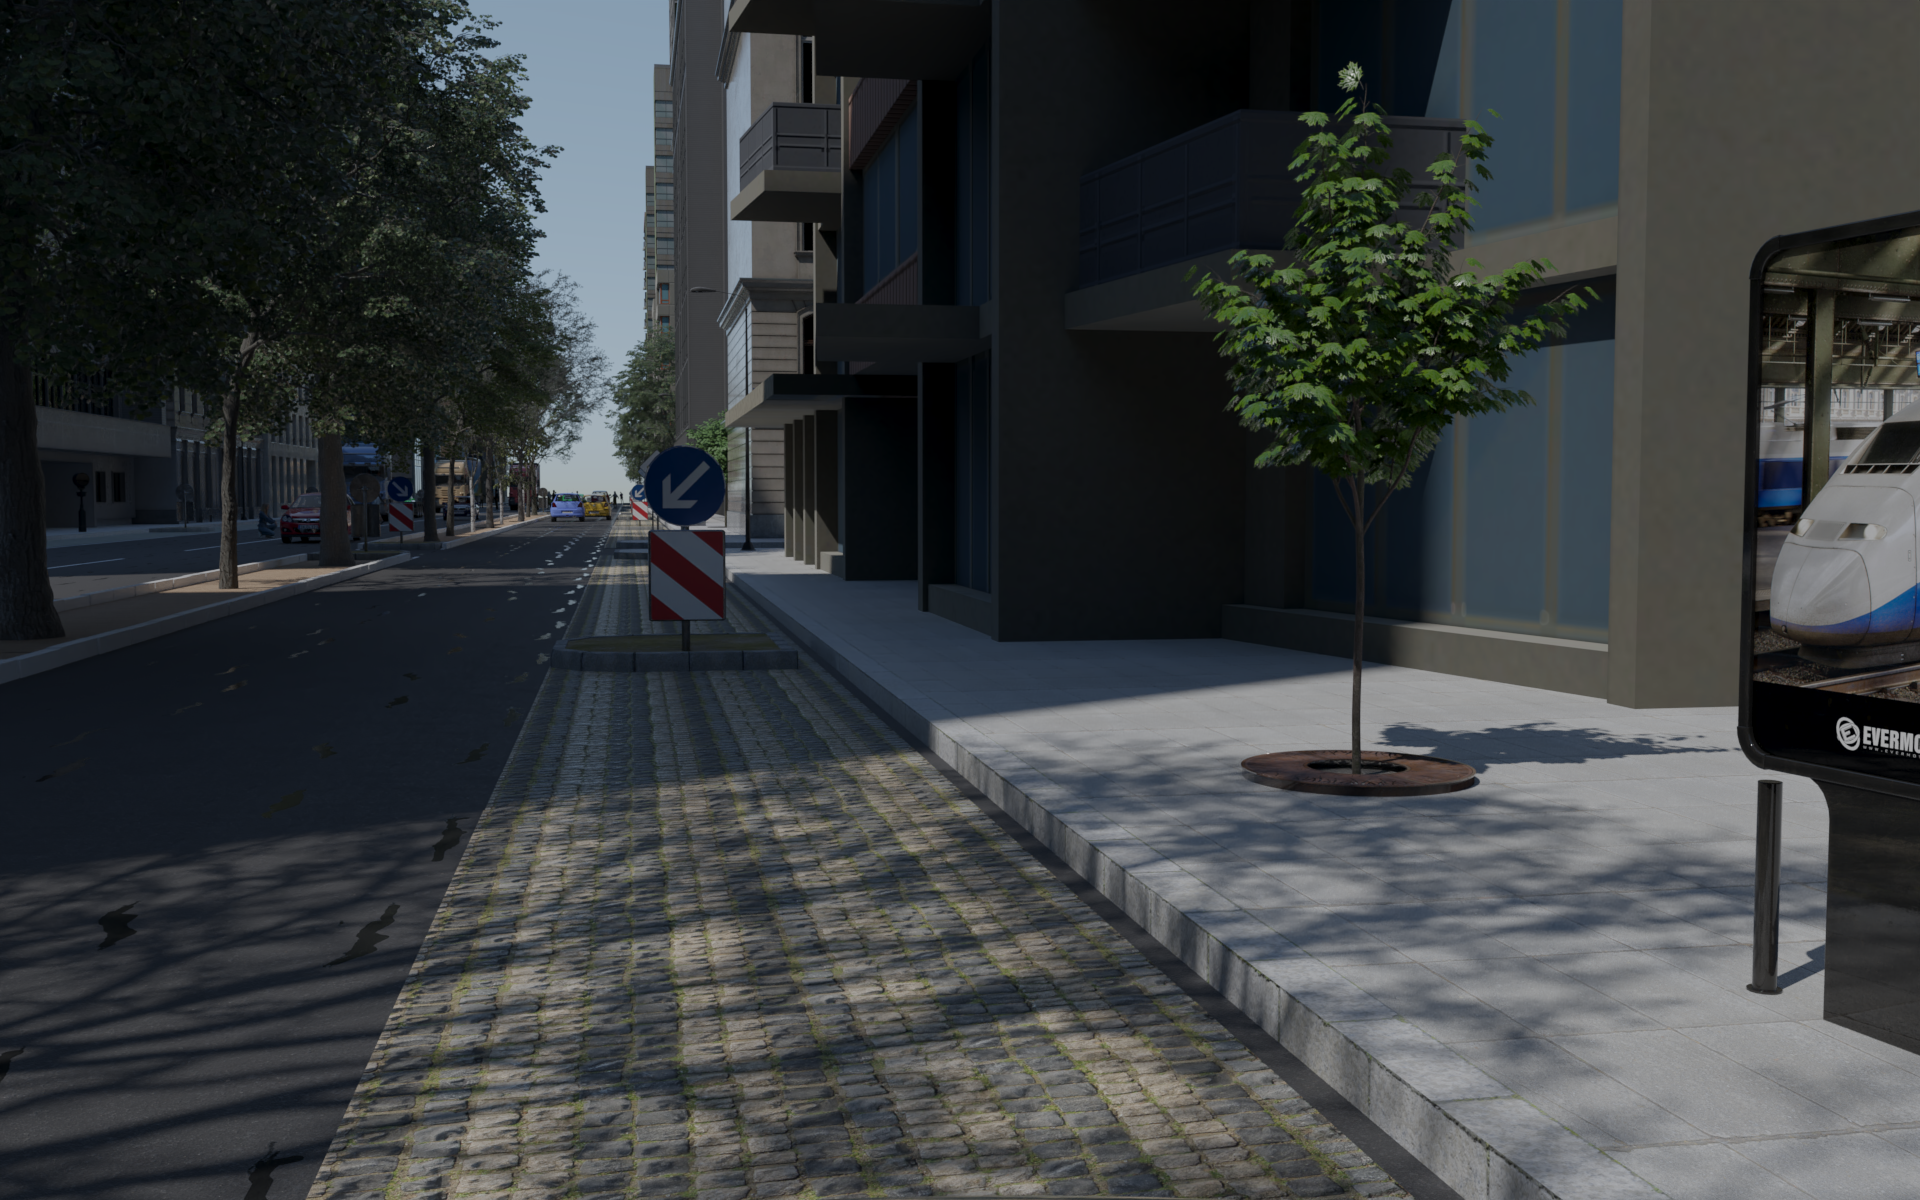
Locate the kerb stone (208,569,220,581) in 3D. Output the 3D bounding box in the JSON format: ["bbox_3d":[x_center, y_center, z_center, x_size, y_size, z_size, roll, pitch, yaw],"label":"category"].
[{"bbox_3d":[-12.411,-0.395,28.647,0.120,0.150,1.000,-1,4,-11],"label":"kerb stone"}]

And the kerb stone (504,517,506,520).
[{"bbox_3d":[-25.065,-4.431,94.643,0.120,0.150,1.000,-1,4,-11],"label":"kerb stone"}]

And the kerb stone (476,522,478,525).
[{"bbox_3d":[-21.782,-3.383,77.508,0.120,0.150,1.000,-1,4,-11],"label":"kerb stone"}]

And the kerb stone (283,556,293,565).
[{"bbox_3d":[-13.580,-0.761,34.694,0.120,0.150,1.000,-1,4,-11],"label":"kerb stone"}]

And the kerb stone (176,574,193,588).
[{"bbox_3d":[-12.024,-0.264,26.640,0.120,0.150,1.000,-1,4,-11],"label":"kerb stone"}]

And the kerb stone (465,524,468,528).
[{"bbox_3d":[-20.816,-3.075,72.488,0.120,0.150,1.000,-1,4,-11],"label":"kerb stone"}]

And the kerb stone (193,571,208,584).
[{"bbox_3d":[-12.223,-0.333,27.642,0.120,0.150,1.000,-1,4,-11],"label":"kerb stone"}]

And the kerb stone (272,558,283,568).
[{"bbox_3d":[-13.387,-0.703,33.690,0.120,0.150,1.000,-1,4,-11],"label":"kerb stone"}]

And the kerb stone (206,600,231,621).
[{"bbox_3d":[-8.624,0.135,19.993,0.120,0.150,1.000,-1,4,-11],"label":"kerb stone"}]

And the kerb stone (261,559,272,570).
[{"bbox_3d":[-13.189,-0.641,32.671,0.120,0.150,1.000,-1,4,-11],"label":"kerb stone"}]

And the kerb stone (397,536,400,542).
[{"bbox_3d":[-16.769,-1.782,51.332,0.120,0.150,1.000,-1,4,-11],"label":"kerb stone"}]

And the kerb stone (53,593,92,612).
[{"bbox_3d":[-11.074,0.048,21.601,0.120,0.150,1.000,-1,4,-11],"label":"kerb stone"}]

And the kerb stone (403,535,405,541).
[{"bbox_3d":[-16.961,-1.844,52.339,0.120,0.150,1.000,-1,4,-11],"label":"kerb stone"}]

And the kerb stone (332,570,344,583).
[{"bbox_3d":[-10.166,-0.355,28.049,0.120,0.150,1.000,-1,4,-11],"label":"kerb stone"}]

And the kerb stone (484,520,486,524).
[{"bbox_3d":[-22.554,-3.625,81.537,0.120,0.150,1.000,-1,4,-11],"label":"kerb stone"}]

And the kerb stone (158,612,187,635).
[{"bbox_3d":[-8.234,0.261,17.968,0.120,0.150,1.000,-1,4,-11],"label":"kerb stone"}]

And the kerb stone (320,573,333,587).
[{"bbox_3d":[-9.978,-0.296,27.034,0.120,0.150,1.000,-1,4,-11],"label":"kerb stone"}]

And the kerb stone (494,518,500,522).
[{"bbox_3d":[-24.684,-4.308,92.631,0.120,0.150,1.000,-1,4,-11],"label":"kerb stone"}]

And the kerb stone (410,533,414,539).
[{"bbox_3d":[-17.346,-1.967,54.356,0.120,0.150,1.000,-1,4,-11],"label":"kerb stone"}]

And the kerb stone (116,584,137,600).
[{"bbox_3d":[-11.454,-0.086,23.610,0.120,0.150,1.000,-1,4,-11],"label":"kerb stone"}]

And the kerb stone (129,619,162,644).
[{"bbox_3d":[-8.037,0.325,16.965,0.120,0.150,1.000,-1,4,-11],"label":"kerb stone"}]

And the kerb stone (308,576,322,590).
[{"bbox_3d":[-9.776,-0.234,26.025,0.120,0.150,1.000,-1,4,-11],"label":"kerb stone"}]

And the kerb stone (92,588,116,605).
[{"bbox_3d":[-11.261,-0.025,22.606,0.120,0.150,1.000,-1,4,-11],"label":"kerb stone"}]

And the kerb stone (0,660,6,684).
[{"bbox_3d":[-7.276,0.566,12.947,0.120,0.150,1.000,-1,4,-11],"label":"kerb stone"}]

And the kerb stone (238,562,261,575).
[{"bbox_3d":[-12.998,-0.579,31.663,0.120,0.150,1.000,-1,4,-11],"label":"kerb stone"}]

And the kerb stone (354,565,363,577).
[{"bbox_3d":[-10.549,-0.481,30.057,0.120,0.150,1.000,-1,4,-11],"label":"kerb stone"}]

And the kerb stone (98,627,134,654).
[{"bbox_3d":[-7.845,0.382,15.960,0.120,0.150,1.000,-1,4,-11],"label":"kerb stone"}]

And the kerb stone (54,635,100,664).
[{"bbox_3d":[-7.662,0.443,14.954,0.120,0.150,1.000,-1,4,-11],"label":"kerb stone"}]

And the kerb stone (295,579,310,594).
[{"bbox_3d":[-9.581,-0.167,25.020,0.120,0.150,1.000,-1,4,-11],"label":"kerb stone"}]

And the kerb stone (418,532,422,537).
[{"bbox_3d":[-17.733,-2.090,56.375,0.120,0.150,1.000,-1,4,-11],"label":"kerb stone"}]

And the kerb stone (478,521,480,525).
[{"bbox_3d":[-21.984,-3.441,78.524,0.120,0.150,1.000,-1,4,-11],"label":"kerb stone"}]

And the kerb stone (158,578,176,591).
[{"bbox_3d":[-11.838,-0.209,25.634,0.120,0.150,1.000,-1,4,-11],"label":"kerb stone"}]

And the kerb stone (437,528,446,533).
[{"bbox_3d":[-19.283,-2.584,64.441,0.120,0.150,1.000,-1,4,-11],"label":"kerb stone"}]

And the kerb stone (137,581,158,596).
[{"bbox_3d":[-11.643,-0.148,24.621,0.120,0.150,1.000,-1,4,-11],"label":"kerb stone"}]

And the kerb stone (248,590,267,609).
[{"bbox_3d":[-9.007,0.012,22.007,0.120,0.150,1.000,-1,4,-11],"label":"kerb stone"}]

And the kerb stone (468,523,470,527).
[{"bbox_3d":[-21.011,-3.135,73.492,0.120,0.150,1.000,-1,4,-11],"label":"kerb stone"}]

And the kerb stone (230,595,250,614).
[{"bbox_3d":[-8.808,0.073,21.004,0.120,0.150,1.000,-1,4,-11],"label":"kerb stone"}]

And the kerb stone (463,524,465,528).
[{"bbox_3d":[-20.630,-3.013,71.480,0.120,0.150,1.000,-1,4,-11],"label":"kerb stone"}]

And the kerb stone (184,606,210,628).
[{"bbox_3d":[-8.428,0.197,18.976,0.120,0.150,1.000,-1,4,-11],"label":"kerb stone"}]

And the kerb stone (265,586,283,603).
[{"bbox_3d":[-9.196,-0.050,23.012,0.120,0.150,1.000,-1,4,-11],"label":"kerb stone"}]

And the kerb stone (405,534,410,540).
[{"bbox_3d":[-17.152,-1.905,53.353,0.120,0.150,1.000,-1,4,-11],"label":"kerb stone"}]

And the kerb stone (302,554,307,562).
[{"bbox_3d":[-13.961,-0.888,36.711,0.120,0.150,1.000,-1,4,-11],"label":"kerb stone"}]

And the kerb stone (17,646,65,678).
[{"bbox_3d":[-7.460,0.511,13.952,0.120,0.150,1.000,-1,4,-11],"label":"kerb stone"}]

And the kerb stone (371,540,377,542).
[{"bbox_3d":[-15.801,-1.465,46.298,0.120,0.150,1.000,-1,4,-11],"label":"kerb stone"}]

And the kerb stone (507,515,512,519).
[{"bbox_3d":[-26.033,-4.739,99.671,0.120,0.150,1.000,-1,4,-11],"label":"kerb stone"}]

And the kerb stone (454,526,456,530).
[{"bbox_3d":[-19.855,-2.768,67.459,0.120,0.150,1.000,-1,4,-11],"label":"kerb stone"}]

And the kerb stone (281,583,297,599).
[{"bbox_3d":[-9.392,-0.110,24.016,0.120,0.150,1.000,-1,4,-11],"label":"kerb stone"}]

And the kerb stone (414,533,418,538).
[{"bbox_3d":[-17.534,-2.026,55.367,0.120,0.150,1.000,-1,4,-11],"label":"kerb stone"}]

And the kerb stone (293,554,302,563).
[{"bbox_3d":[-13.776,-0.826,35.702,0.120,0.150,1.000,-1,4,-11],"label":"kerb stone"}]

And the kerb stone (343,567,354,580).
[{"bbox_3d":[-10.354,-0.419,29.054,0.120,0.150,1.000,-1,4,-11],"label":"kerb stone"}]

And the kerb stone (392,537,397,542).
[{"bbox_3d":[-16.571,-1.717,50.324,0.120,0.150,1.000,-1,4,-11],"label":"kerb stone"}]

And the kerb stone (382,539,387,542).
[{"bbox_3d":[-16.184,-1.597,48.309,0.120,0.150,1.000,-1,4,-11],"label":"kerb stone"}]

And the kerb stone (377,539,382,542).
[{"bbox_3d":[-15.996,-1.531,47.305,0.120,0.150,1.000,-1,4,-11],"label":"kerb stone"}]

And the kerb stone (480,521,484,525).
[{"bbox_3d":[-22.359,-3.568,80.534,0.120,0.150,1.000,-1,4,-11],"label":"kerb stone"}]

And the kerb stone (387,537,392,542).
[{"bbox_3d":[-16.378,-1.656,49.320,0.120,0.150,1.000,-1,4,-11],"label":"kerb stone"}]

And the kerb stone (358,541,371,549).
[{"bbox_3d":[-15.612,-1.412,45.290,0.120,0.150,1.000,-1,4,-11],"label":"kerb stone"}]

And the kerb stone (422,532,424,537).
[{"bbox_3d":[-17.926,-2.152,57.385,0.120,0.150,1.000,-1,4,-11],"label":"kerb stone"}]

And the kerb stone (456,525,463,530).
[{"bbox_3d":[-20.435,-2.948,70.472,0.120,0.150,1.000,-1,4,-11],"label":"kerb stone"}]
